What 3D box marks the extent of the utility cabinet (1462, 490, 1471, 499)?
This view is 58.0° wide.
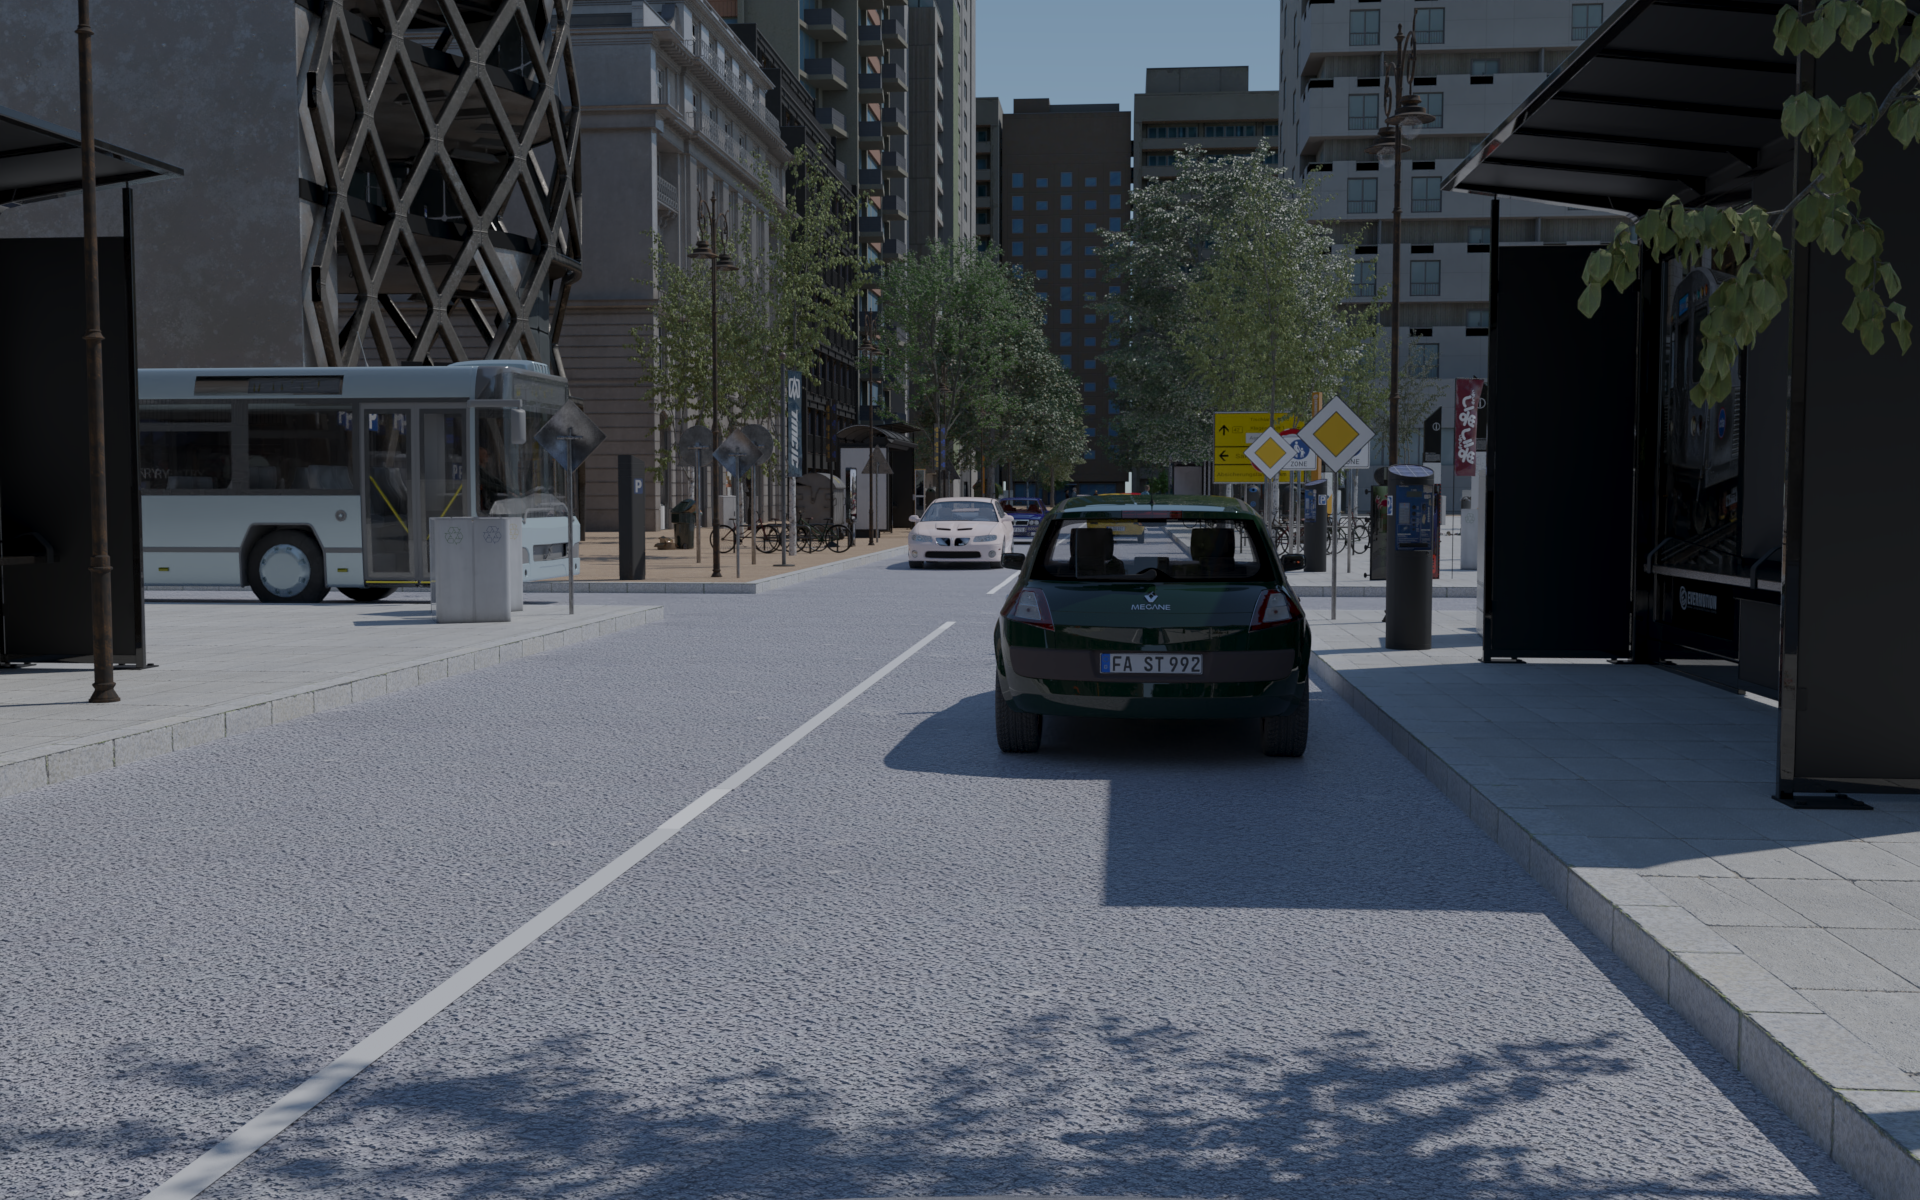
[{"bbox_3d":[28.450,-5.343,96.032,1.173,1.500,0.318,1,4,19],"label":"utility cabinet"}]

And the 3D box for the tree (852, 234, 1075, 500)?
[{"bbox_3d":[-0.805,-8.785,69.394,9.928,11.665,9.643,0,3,0],"label":"tree"}]

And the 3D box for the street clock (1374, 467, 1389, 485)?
[{"bbox_3d":[11.248,-2.534,46.007,0.471,2.002,0.358,0,4,-6],"label":"street clock"}]

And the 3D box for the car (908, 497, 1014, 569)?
[{"bbox_3d":[0.072,-1.377,34.879,2.083,1.381,4.827,0,4,5],"label":"car"}]

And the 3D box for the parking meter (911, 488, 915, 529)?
[{"bbox_3d":[-2.011,-3.577,66.890,0.372,1.533,0.369,0,3,0],"label":"parking meter"}]

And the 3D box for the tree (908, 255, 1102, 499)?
[{"bbox_3d":[1.588,-10.174,83.358,9.611,12.733,9.660,0,3,0],"label":"tree"}]

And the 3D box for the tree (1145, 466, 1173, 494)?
[{"bbox_3d":[13.583,-7.446,116.337,1.663,3.219,1.824,0,3,0],"label":"tree"}]

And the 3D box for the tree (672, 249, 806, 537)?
[{"bbox_3d":[-6.555,-6.200,51.727,4.360,8.622,3.978,0,3,0],"label":"tree"}]

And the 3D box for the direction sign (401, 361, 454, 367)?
[{"bbox_3d":[-9.099,-2.307,29.718,0.876,3.537,0.379,-2,4,-24],"label":"direction sign"}]

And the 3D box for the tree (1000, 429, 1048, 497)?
[{"bbox_3d":[4.338,-9.957,113.156,4.360,8.622,3.978,0,3,0],"label":"tree"}]

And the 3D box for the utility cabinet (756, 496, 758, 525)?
[{"bbox_3d":[-7.527,-3.188,63.289,0.306,1.237,1.020,0,4,-6],"label":"utility cabinet"}]

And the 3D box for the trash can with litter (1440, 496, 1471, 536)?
[{"bbox_3d":[15.436,-2.616,53.829,1.678,1.210,2.233,3,5,43],"label":"trash can with litter"}]

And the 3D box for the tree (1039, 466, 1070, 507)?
[{"bbox_3d":[9.570,-11.894,178.172,4.285,4.588,4.351,0,3,0],"label":"tree"}]

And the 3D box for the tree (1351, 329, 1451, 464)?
[{"bbox_3d":[19.464,-7.727,76.701,4.360,8.622,3.978,0,3,0],"label":"tree"}]

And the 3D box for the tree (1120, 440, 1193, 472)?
[{"bbox_3d":[17.386,-13.128,149.060,7.601,10.594,8.767,2,4,27],"label":"tree"}]

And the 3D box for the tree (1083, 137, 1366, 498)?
[{"bbox_3d":[9.352,-9.460,61.330,9.857,13.997,8.962,0,3,0],"label":"tree"}]

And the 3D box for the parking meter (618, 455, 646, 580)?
[{"bbox_3d":[-4.900,-1.234,25.880,0.255,1.863,0.399,2,4,24],"label":"parking meter"}]

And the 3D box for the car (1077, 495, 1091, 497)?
[{"bbox_3d":[9.829,-7.706,138.355,2.083,1.381,4.827,0,4,3],"label":"car"}]

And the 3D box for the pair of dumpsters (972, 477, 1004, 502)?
[{"bbox_3d":[1.490,-5.618,94.342,1.574,2.255,4.437,0,4,5],"label":"pair of dumpsters"}]

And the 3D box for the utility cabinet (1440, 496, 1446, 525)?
[{"bbox_3d":[19.611,-3.703,71.703,0.306,1.237,1.020,-3,4,-38],"label":"utility cabinet"}]

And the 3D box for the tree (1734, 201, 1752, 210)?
[{"bbox_3d":[22.227,-7.317,45.396,9.928,11.665,9.643,0,3,0],"label":"tree"}]

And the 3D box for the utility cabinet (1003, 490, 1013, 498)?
[{"bbox_3d":[2.651,-5.631,100.753,0.318,1.500,1.173,2,4,32],"label":"utility cabinet"}]

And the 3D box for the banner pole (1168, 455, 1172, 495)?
[{"bbox_3d":[11.085,-6.197,91.334,0.401,3.779,0.863,0,4,-8],"label":"banner pole"}]

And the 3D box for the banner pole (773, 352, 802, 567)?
[{"bbox_3d":[-3.025,-2.498,30.860,0.401,3.779,0.863,2,4,26],"label":"banner pole"}]

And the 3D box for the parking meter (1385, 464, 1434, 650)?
[{"bbox_3d":[3.725,-0.363,14.345,0.372,1.533,0.369,0,3,0],"label":"parking meter"}]

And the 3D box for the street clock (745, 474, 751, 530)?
[{"bbox_3d":[-7.395,-3.454,61.035,0.358,2.002,0.471,0,4,0],"label":"street clock"}]

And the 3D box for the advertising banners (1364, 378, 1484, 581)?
[{"bbox_3d":[6.971,-1.820,25.941,2.074,3.025,0.090,-1,4,-21],"label":"advertising banners"}]

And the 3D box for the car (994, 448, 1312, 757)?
[{"bbox_3d":[1.208,-0.069,10.910,2.009,1.686,4.222,0,4,6],"label":"car"}]

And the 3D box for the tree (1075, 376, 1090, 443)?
[{"bbox_3d":[5.340,-12.059,122.920,9.928,11.665,9.643,0,3,0],"label":"tree"}]

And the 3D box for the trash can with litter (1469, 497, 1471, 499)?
[{"bbox_3d":[28.136,-5.077,94.388,1.055,1.170,0.624,-3,5,-40],"label":"trash can with litter"}]

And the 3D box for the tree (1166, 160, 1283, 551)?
[{"bbox_3d":[7.350,-5.411,38.832,4.737,8.622,4.395,0,3,0],"label":"tree"}]

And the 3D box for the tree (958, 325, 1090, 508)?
[{"bbox_3d":[2.559,-11.202,101.278,7.486,12.596,7.792,0,3,0],"label":"tree"}]

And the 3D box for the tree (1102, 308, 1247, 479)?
[{"bbox_3d":[12.601,-11.192,100.004,9.611,12.733,9.660,0,3,0],"label":"tree"}]

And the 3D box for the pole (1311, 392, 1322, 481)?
[{"bbox_3d":[7.155,-2.505,34.794,0.158,3.312,0.155,0,3,0],"label":"pole"}]

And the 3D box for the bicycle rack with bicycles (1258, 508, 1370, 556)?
[{"bbox_3d":[7.345,-1.429,36.752,2.925,0.926,2.852,-1,4,-13],"label":"bicycle rack with bicycles"}]

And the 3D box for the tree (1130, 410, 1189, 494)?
[{"bbox_3d":[16.316,-13.021,138.642,9.928,11.665,9.643,0,3,0],"label":"tree"}]

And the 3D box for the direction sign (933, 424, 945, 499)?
[{"bbox_3d":[-0.667,-3.915,56.008,0.379,3.537,0.876,1,4,23],"label":"direction sign"}]

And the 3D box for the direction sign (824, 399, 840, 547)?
[{"bbox_3d":[-3.109,-3.052,41.904,0.379,3.537,0.876,-1,4,-20],"label":"direction sign"}]

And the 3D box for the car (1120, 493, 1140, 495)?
[{"bbox_3d":[8.243,-4.587,84.031,2.155,1.783,4.494,0,4,5],"label":"car"}]

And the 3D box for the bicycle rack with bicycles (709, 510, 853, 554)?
[{"bbox_3d":[-3.711,-1.511,38.080,2.925,0.926,2.852,1,4,16],"label":"bicycle rack with bicycles"}]

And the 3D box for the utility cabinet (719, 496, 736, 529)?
[{"bbox_3d":[-8.597,-3.253,64.341,0.306,1.237,1.020,2,4,29],"label":"utility cabinet"}]

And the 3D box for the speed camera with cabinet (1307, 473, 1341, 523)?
[{"bbox_3d":[15.971,-4.995,76.009,0.660,3.252,2.038,3,5,42],"label":"speed camera with cabinet"}]

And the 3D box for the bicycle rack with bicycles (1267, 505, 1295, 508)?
[{"bbox_3d":[10.092,-2.578,55.525,2.925,0.926,2.852,3,4,37],"label":"bicycle rack with bicycles"}]

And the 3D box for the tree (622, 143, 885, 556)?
[{"bbox_3d":[-3.719,-5.232,35.898,4.737,8.622,4.395,0,3,0],"label":"tree"}]

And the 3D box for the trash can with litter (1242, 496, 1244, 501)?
[{"bbox_3d":[13.741,-4.489,84.781,0.624,1.170,1.055,1,4,12],"label":"trash can with litter"}]

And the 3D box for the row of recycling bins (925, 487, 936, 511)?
[{"bbox_3d":[-2.516,-5.459,96.362,3.534,1.692,1.069,3,5,39],"label":"row of recycling bins"}]

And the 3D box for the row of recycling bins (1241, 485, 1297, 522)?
[{"bbox_3d":[14.167,-4.545,81.420,3.534,1.692,1.069,0,4,5],"label":"row of recycling bins"}]

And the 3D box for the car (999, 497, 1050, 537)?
[{"bbox_3d":[1.750,-2.333,50.725,1.945,1.354,3.894,0,4,6],"label":"car"}]

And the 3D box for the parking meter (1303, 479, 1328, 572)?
[{"bbox_3d":[5.860,-1.232,28.551,0.372,1.533,0.369,0,3,0],"label":"parking meter"}]

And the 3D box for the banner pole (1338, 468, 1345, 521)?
[{"bbox_3d":[18.218,-5.683,82.927,0.401,3.779,0.863,3,5,44],"label":"banner pole"}]

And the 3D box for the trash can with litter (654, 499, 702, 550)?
[{"bbox_3d":[-6.519,-1.750,40.001,0.624,1.170,1.055,3,4,39],"label":"trash can with litter"}]

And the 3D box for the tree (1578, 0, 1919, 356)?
[{"bbox_3d":[3.154,-3.284,4.049,4.737,8.622,4.395,0,3,0],"label":"tree"}]

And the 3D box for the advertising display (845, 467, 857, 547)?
[{"bbox_3d":[-2.638,-2.253,42.053,0.123,1.923,0.974,0,4,6],"label":"advertising display"}]
